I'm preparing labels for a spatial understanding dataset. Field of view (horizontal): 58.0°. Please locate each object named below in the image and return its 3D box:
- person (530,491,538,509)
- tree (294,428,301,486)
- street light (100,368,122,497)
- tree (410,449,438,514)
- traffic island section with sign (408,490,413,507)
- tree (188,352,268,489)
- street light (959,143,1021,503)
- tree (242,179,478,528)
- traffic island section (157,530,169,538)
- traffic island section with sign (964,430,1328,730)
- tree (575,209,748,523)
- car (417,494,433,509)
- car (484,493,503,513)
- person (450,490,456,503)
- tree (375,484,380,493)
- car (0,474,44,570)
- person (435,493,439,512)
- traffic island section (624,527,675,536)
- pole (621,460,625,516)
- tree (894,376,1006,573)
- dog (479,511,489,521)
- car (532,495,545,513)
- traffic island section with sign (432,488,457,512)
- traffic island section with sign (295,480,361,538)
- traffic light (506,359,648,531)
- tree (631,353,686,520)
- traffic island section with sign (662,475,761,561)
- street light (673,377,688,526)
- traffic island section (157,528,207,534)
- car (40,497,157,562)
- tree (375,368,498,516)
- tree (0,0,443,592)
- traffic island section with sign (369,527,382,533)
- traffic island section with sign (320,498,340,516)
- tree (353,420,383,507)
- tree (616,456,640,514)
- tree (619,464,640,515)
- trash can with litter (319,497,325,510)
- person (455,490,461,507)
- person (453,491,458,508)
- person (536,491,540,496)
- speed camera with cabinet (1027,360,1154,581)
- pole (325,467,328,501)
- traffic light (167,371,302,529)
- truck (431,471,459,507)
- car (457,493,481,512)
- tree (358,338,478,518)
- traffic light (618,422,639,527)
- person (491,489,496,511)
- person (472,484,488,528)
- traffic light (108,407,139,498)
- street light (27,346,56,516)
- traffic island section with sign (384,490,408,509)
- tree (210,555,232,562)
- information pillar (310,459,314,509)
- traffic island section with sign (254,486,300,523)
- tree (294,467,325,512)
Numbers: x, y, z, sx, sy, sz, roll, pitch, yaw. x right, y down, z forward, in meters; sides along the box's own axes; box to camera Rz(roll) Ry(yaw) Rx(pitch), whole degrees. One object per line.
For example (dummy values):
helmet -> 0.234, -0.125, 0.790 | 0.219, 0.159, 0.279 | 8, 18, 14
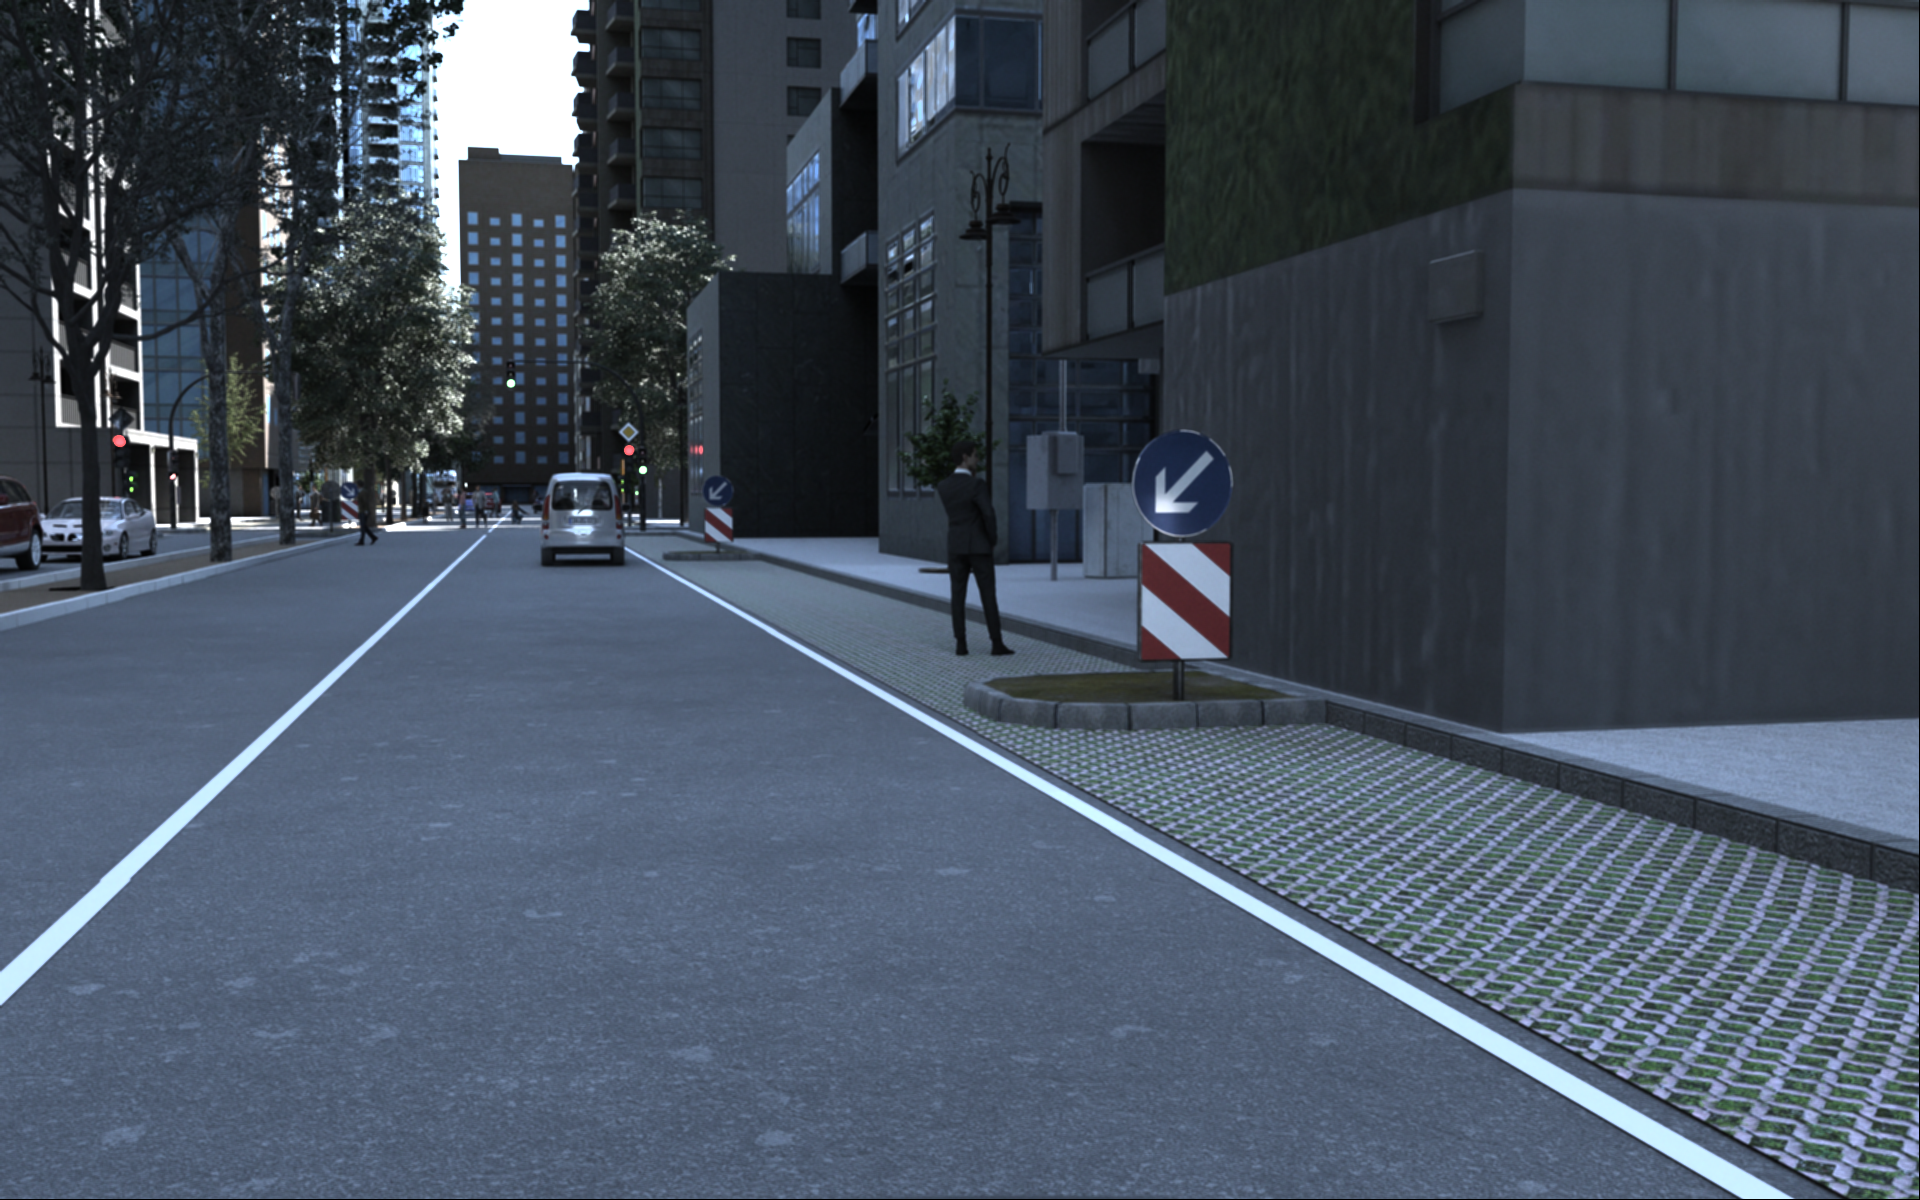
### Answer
person -> -40.050, -9.434, 163.306 | 0.990, 1.755, 0.434 | -1, 4, -16
tree -> -44.233, -9.864, 111.634 | 4.737, 8.622, 4.395 | 0, 3, 0
street light -> -30.982, -5.536, 63.306 | 0.468, 5.910, 1.993 | -1, 4, -14
tree -> -36.918, -10.305, 121.311 | 4.360, 8.622, 3.978 | 0, 3, 0
traffic island section with sign -> -59.677, -11.014, 188.704 | 1.989, 1.847, 2.006 | -1, 4, -14
tree -> -38.383, -8.570, 90.486 | 4.737, 8.622, 4.395 | 0, 3, 0
street light -> 0.390, -3.088, 23.271 | 0.468, 5.910, 1.993 | -1, 4, -14
tree -> -23.984, -9.831, 69.850 | 9.857, 13.997, 8.962 | 0, 3, 0
traffic island section -> -27.011, -2.059, 55.944 | 2.009, 0.180, 2.903 | -1, 4, -14
traffic island section with sign -> 1.092, -0.171, 11.422 | 1.989, 1.847, 2.006 | -1, 4, -14
tree -> -12.204, -10.453, 77.566 | 9.857, 13.997, 8.962 | 0, 3, 0
car -> -50.048, -9.313, 162.059 | 2.009, 1.686, 4.222 | -1, 4, -14
car -> -36.105, -7.566, 132.745 | 2.155, 1.783, 4.494 | -1, 4, -15
person -> -50.154, -9.908, 170.505 | 1.348, 1.823, 0.705 | 2, 4, 33
tree -> -60.746, -11.266, 178.805 | 1.663, 3.219, 1.824 | 0, 3, 0
car -> -18.055, -1.364, 30.974 | 2.281, 1.827, 5.304 | -1, 4, -13
person -> -40.553, -7.517, 133.991 | 0.523, 1.515, 0.503 | -1, 4, -13
traffic island section -> -10.955, -2.302, 59.914 | 2.009, 0.180, 2.903 | -1, 4, -14
pole -> -19.926, -6.632, 102.281 | 0.158, 3.312, 0.155 | 0, 3, 0
tree -> -0.215, -2.077, 28.567 | 1.663, 3.219, 1.824 | 0, 3, 0
dog -> -25.824, -4.555, 93.768 | 0.406, 0.507, 0.540 | 1, 4, 10
car -> -31.053, -7.164, 129.714 | 1.945, 1.354, 3.894 | -1, 4, -14
traffic island section with sign -> -40.920, -7.930, 137.790 | 2.006, 1.907, 1.989 | -1, 4, -14
traffic island section with sign -> -21.015, -3.030, 57.671 | 2.006, 1.907, 1.989 | -1, 4, -14
traffic light -> -13.006, -5.167, 59.149 | 4.771, 5.953, 1.251 | -1, 4, -14
tree -> -14.786, -8.323, 86.447 | 4.737, 8.622, 4.395 | 0, 3, 0
traffic island section with sign -> -5.461, -1.782, 37.770 | 1.989, 1.847, 2.006 | -1, 4, -14
street light -> -11.032, -5.857, 68.549 | 0.468, 5.910, 1.993 | -1, 4, -14
traffic island section -> -28.937, -2.533, 63.695 | 2.009, 0.180, 2.903 | -1, 4, -14
car -> -19.091, -1.583, 38.240 | 2.083, 1.381, 4.827 | -1, 4, -13
tree -> -35.089, -11.819, 112.708 | 9.611, 12.733, 9.660 | 0, 3, 0
tree -> -12.785, -6.869, 25.142 | 12.009, 13.543, 11.850 | 0, 3, 0
traffic island section with sign -> -22.792, -3.470, 64.863 | 2.006, 1.907, 1.989 | -1, 4, -14
traffic island section with sign -> -41.155, -6.456, 114.176 | 1.989, 1.847, 2.006 | -1, 4, -14
tree -> -58.543, -15.546, 172.297 | 7.486, 12.596, 7.792 | 0, 3, 0
tree -> -20.501, -7.813, 111.449 | 4.285, 4.588, 4.351 | 0, 3, 0
tree -> -20.157, -6.921, 107.753 | 1.663, 3.219, 1.824 | 0, 3, 0
trash can with litter -> -49.673, -7.529, 134.490 | 1.055, 1.170, 0.624 | -2, 4, -26
person -> -42.496, -8.410, 146.682 | 0.721, 1.739, 1.217 | -2, 4, -35
person -> -53.708, -10.720, 184.478 | 1.217, 1.736, 0.721 | 1, 4, 17
person -> -51.979, -12.486, 212.660 | 1.348, 1.822, 0.705 | -2, 4, -24
speed camera with cabinet -> 1.979, -1.946, 26.149 | 2.038, 3.252, 0.660 | -2, 4, -34
pole -> -45.938, -8.058, 125.598 | 0.158, 3.312, 0.155 | 0, 3, 0
traffic light -> -26.886, -5.470, 64.105 | 4.771, 5.953, 1.251 | -1, 4, -14
truck -> -60.153, -13.028, 202.761 | 2.967, 4.110, 18.799 | -1, 4, -16
car -> -34.628, -6.920, 122.728 | 1.945, 1.707, 3.694 | -1, 4, -15
tree -> -32.500, -10.705, 103.232 | 9.928, 11.665, 9.643 | 0, 3, 0
traffic light -> -12.922, -4.809, 67.540 | 0.839, 4.253, 0.868 | -1, 4, -14
person -> -38.465, -8.212, 142.852 | 1.350, 1.814, 0.705 | 2, 4, 35
person -> -20.510, -4.015, 73.995 | 0.661, 1.843, 0.795 | 0, 4, 7
traffic light -> -26.970, -4.092, 55.820 | 0.839, 4.253, 0.868 | -1, 4, -14
street light -> -28.741, -4.989, 54.355 | 0.468, 5.910, 1.993 | -1, 4, -14
traffic island section with sign -> -53.166, -9.414, 162.544 | 1.989, 1.847, 2.006 | -1, 4, -14
tree -> -17.049, -10.905, 36.646 | 12.611, 20.169, 13.585 | 0, 3, 0
information pillar -> -43.625, -7.660, 116.602 | 0.183, 3.616, 0.504 | 0, 4, -2
traffic island section with sign -> -34.597, -4.840, 87.766 | 1.989, 1.847, 2.006 | -1, 4, -14
tree -> -46.218, -7.855, 123.031 | 1.663, 3.219, 1.824 | 0, 3, 0
